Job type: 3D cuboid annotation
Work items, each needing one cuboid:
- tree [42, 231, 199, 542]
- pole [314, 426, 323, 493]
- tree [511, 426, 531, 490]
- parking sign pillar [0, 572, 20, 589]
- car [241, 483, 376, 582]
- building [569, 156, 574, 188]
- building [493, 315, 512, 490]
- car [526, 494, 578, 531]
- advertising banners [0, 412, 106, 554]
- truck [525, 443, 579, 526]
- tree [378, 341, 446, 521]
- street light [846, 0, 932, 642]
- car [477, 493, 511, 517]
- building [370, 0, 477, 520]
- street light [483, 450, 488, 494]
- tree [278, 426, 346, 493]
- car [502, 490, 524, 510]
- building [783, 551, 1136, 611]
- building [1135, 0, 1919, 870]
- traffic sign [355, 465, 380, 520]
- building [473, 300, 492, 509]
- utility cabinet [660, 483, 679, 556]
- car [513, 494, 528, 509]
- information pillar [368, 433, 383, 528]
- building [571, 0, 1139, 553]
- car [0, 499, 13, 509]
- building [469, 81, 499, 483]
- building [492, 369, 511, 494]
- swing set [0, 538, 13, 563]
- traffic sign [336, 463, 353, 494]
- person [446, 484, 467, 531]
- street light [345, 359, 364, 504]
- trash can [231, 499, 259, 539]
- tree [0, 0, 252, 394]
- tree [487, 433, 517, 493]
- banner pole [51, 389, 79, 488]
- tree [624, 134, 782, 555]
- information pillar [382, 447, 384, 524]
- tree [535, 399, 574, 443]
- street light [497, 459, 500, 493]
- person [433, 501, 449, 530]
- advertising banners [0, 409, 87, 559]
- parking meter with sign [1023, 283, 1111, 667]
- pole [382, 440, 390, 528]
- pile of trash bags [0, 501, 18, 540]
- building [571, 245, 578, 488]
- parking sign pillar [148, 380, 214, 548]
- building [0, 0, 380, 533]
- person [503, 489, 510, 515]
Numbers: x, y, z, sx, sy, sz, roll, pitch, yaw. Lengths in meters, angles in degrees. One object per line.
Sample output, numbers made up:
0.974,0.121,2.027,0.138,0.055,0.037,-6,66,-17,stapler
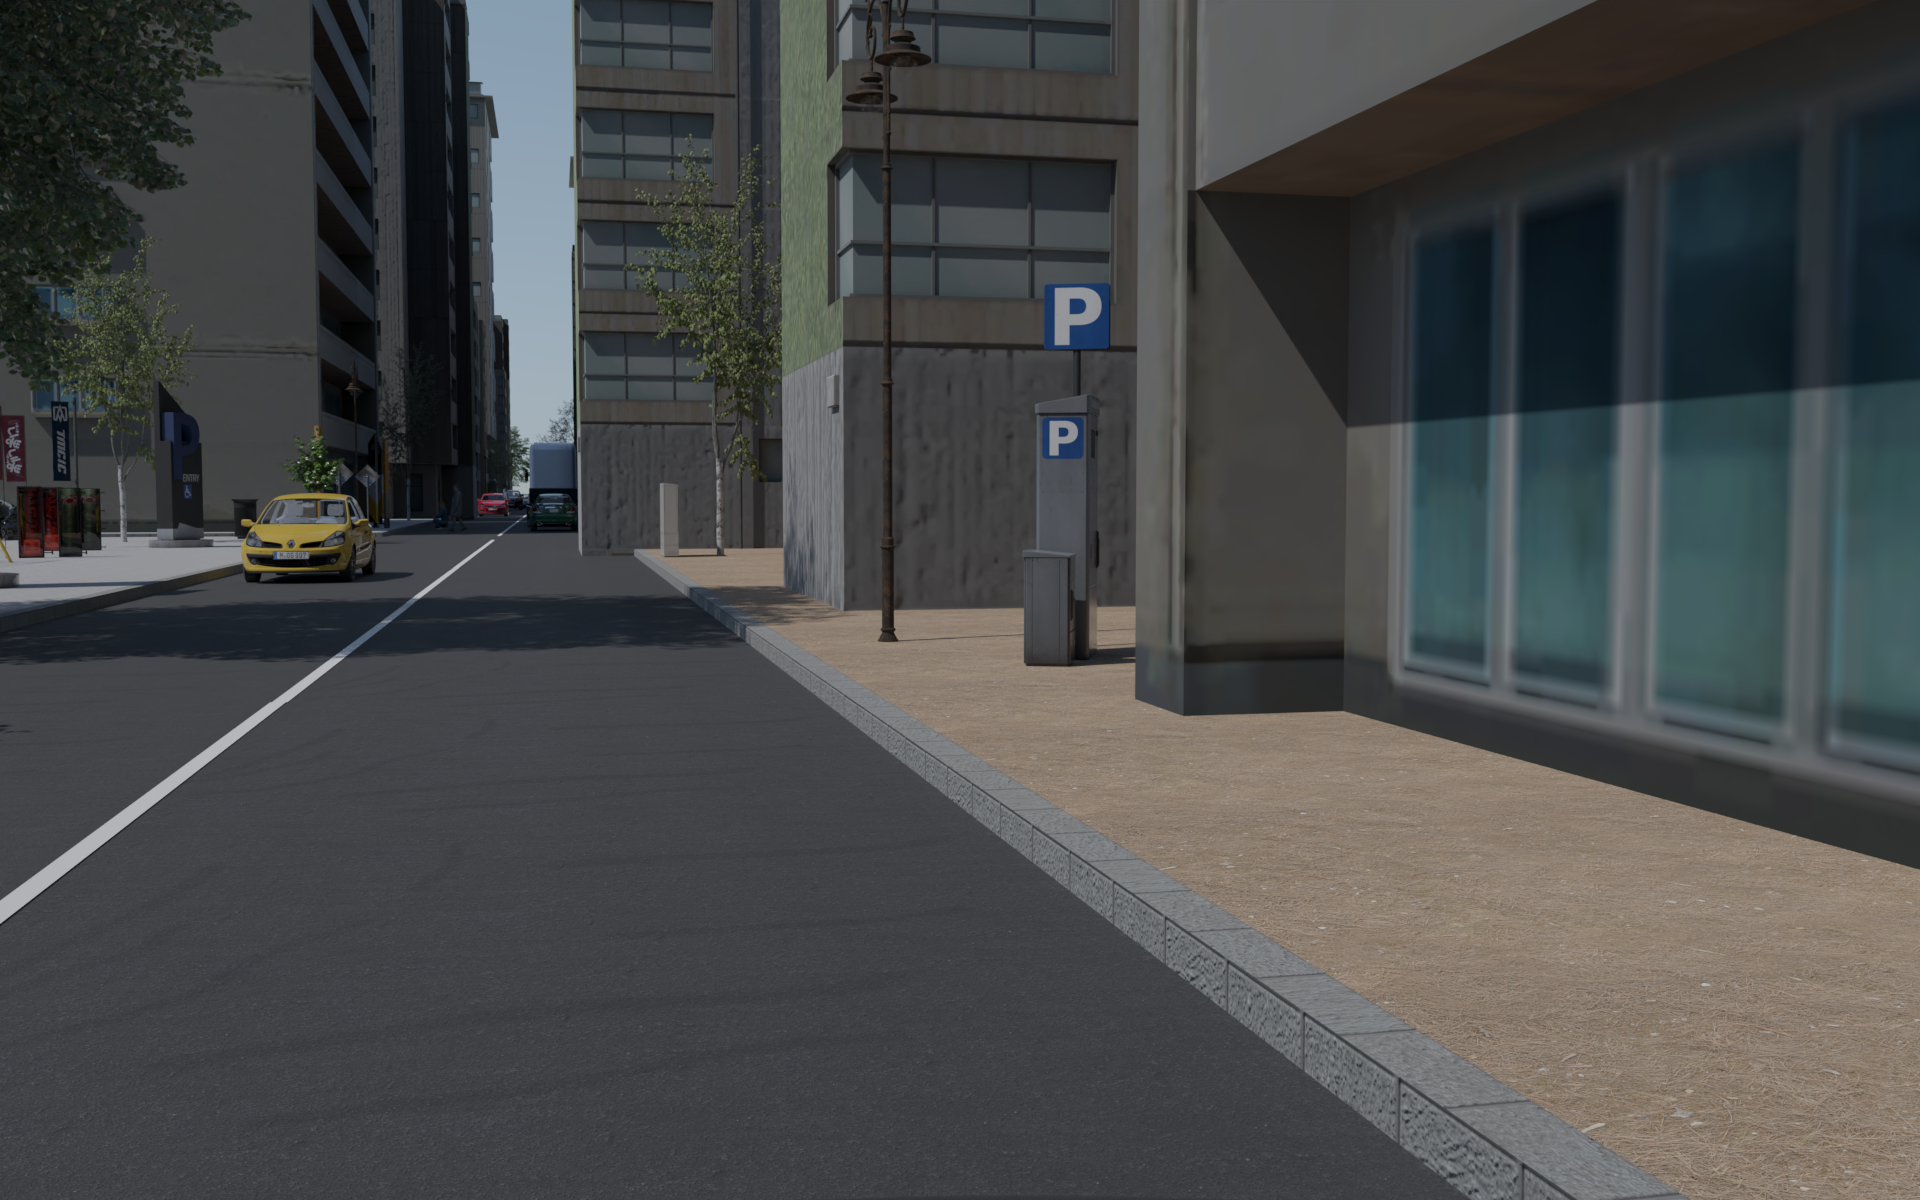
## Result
-22.208,-5.834,45.751,4.737,8.622,4.395,0,3,0,tree
-19.194,-3.549,51.866,0.158,3.312,0.155,0,3,0,pole
-74.415,-22.582,287.343,7.486,12.596,7.792,0,3,0,tree
-13.690,-2.148,23.584,1.447,3.967,1.447,-2,4,-32,parking sign pillar
-11.020,-1.175,29.431,2.015,1.641,3.980,-1,4,-11,car
-44.791,-41.353,265.356,28.713,52.752,27.495,-1,4,-13,building
-78.452,-30.699,273.635,14.160,30.474,14.107,-1,4,-13,building
-15.997,-3.452,68.233,2.131,1.459,4.920,-1,4,-13,car
-20.358,-2.610,38.857,2.074,3.025,0.090,-2,4,-29,advertising banners
-19.925,-5.822,84.955,2.967,4.110,18.799,-1,4,-13,truck
-26.760,-8.125,83.211,4.360,8.622,3.978,0,3,0,tree
-0.626,-2.575,14.895,0.468,5.910,1.993,-1,4,-13,street light
-29.844,-6.223,110.781,2.155,1.783,4.494,-1,4,-14,car
-33.620,-19.623,92.542,14.160,30.474,14.107,-1,4,-13,building
-47.156,-12.192,172.124,0.468,5.910,1.993,-1,4,-13,street light
-18.322,-3.360,49.538,1.663,3.219,1.824,0,3,0,tree
-40.442,-9.013,156.032,2.281,1.827,5.304,-1,4,-13,car
4.002,-20.941,25.982,14.154,41.232,14.086,-1,4,-13,building
13.857,-23.111,1.569,21.300,48.544,21.600,-1,4,-13,building
-20.263,-3.402,59.270,0.795,2.450,0.064,-1,4,-13,traffic sign
-59.453,-19.471,163.390,27.650,21.520,28.899,-1,4,-13,building
-5.967,-1.647,35.610,0.318,1.500,1.173,-1,4,-13,utility cabinet
-42.693,-9.803,169.075,1.959,1.807,4.718,-1,4,-15,car
-22.435,-4.579,66.218,0.504,3.616,0.183,3,4,39,information pillar
-3.436,-22.220,46.884,14.154,41.232,14.086,-1,4,-13,building
-29.975,-2.623,53.111,3.980,1.641,2.015,-1,4,-11,car
-74.176,-38.763,223.007,28.713,52.752,27.495,-1,4,-13,building
-79.912,-24.862,251.525,27.650,21.520,28.899,-1,4,-13,building
-19.021,-2.036,30.911,2.862,2.851,3.119,0,4,-6,swing set
-18.440,-2.927,51.495,0.795,2.450,0.064,-1,4,-13,traffic sign
-19.478,-3.571,66.981,0.767,1.812,0.694,-1,4,-10,person
-20.735,-5.302,59.470,0.468,5.910,1.993,-1,4,-13,street light
-20.452,-2.319,49.565,0.748,1.137,0.748,0,3,0,trash can
-11.018,-6.704,16.271,9.857,13.997,8.962,0,3,0,tree
-55.290,-15.740,207.717,4.360,8.622,3.978,0,3,0,tree
-21.256,-3.135,41.267,0.401,3.779,0.863,2,4,25,banner pole
-4.829,-5.259,36.351,4.737,8.622,4.395,0,3,0,tree
-24.520,-5.014,73.333,0.183,3.616,0.504,-3,4,-36,information pillar
-48.175,-18.778,217.393,12.009,13.543,11.850,0,3,0,tree
-57.271,-14.828,215.219,0.468,5.910,1.993,-1,4,-13,street light
-20.795,-3.370,69.093,0.738,1.151,1.012,0,4,-2,person
-18.617,-2.356,34.705,0.090,3.025,2.074,3,5,40,advertising banners
0.823,-1.061,13.617,0.543,3.016,1.738,1,4,10,parking meter with sign
-21.468,-4.340,64.795,0.158,3.312,0.155,0,3,0,pole
-27.578,-2.315,47.609,3.447,1.369,1.912,-3,5,-42,pile of trash bags
-38.231,-26.385,203.090,14.160,30.474,14.107,-1,4,-13,building
-18.801,-3.255,41.696,1.447,3.967,1.447,0,4,8,parking sign pillar
-34.516,-27.008,65.278,21.300,48.544,21.600,-1,4,-13,building
-29.945,-6.458,114.434,0.444,1.785,0.601,0,4,6,person
